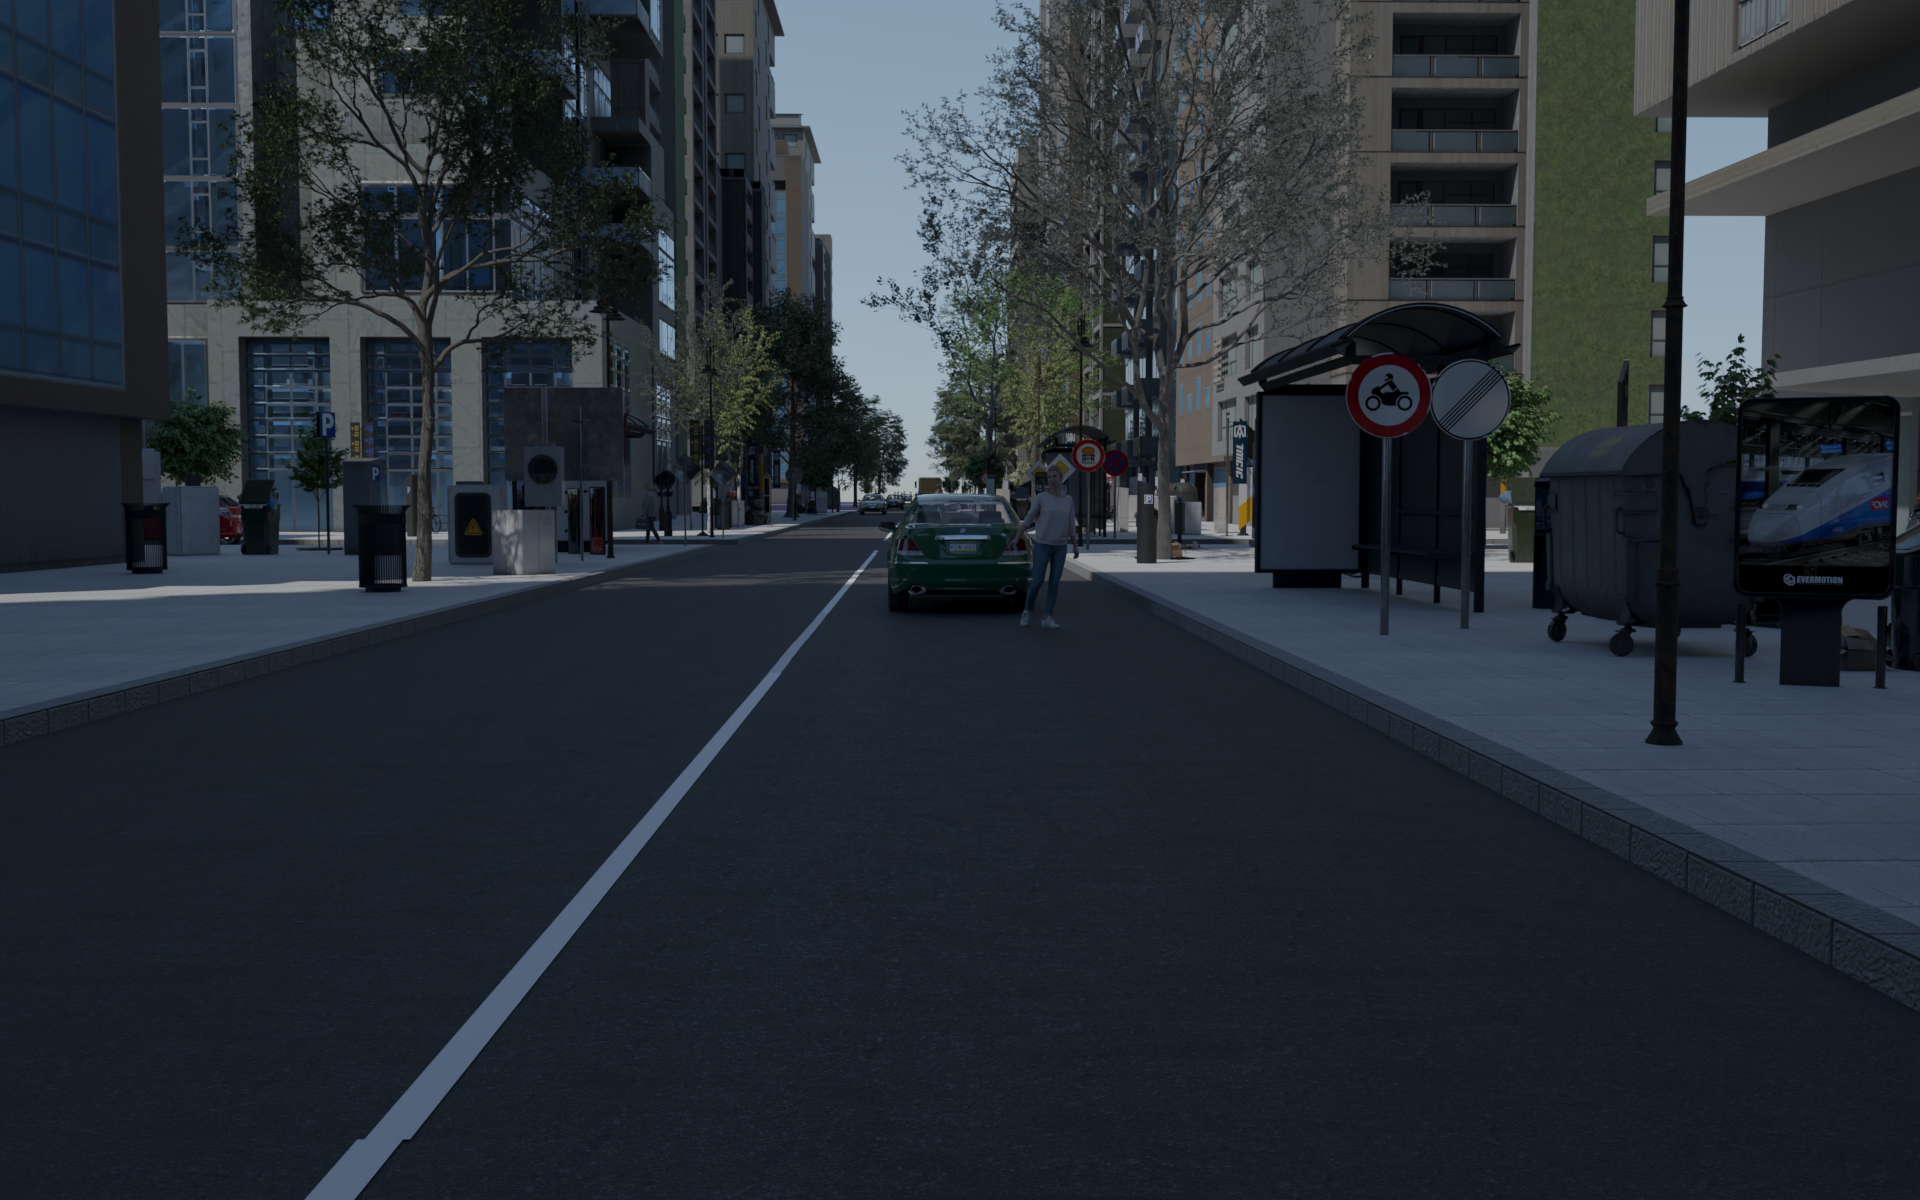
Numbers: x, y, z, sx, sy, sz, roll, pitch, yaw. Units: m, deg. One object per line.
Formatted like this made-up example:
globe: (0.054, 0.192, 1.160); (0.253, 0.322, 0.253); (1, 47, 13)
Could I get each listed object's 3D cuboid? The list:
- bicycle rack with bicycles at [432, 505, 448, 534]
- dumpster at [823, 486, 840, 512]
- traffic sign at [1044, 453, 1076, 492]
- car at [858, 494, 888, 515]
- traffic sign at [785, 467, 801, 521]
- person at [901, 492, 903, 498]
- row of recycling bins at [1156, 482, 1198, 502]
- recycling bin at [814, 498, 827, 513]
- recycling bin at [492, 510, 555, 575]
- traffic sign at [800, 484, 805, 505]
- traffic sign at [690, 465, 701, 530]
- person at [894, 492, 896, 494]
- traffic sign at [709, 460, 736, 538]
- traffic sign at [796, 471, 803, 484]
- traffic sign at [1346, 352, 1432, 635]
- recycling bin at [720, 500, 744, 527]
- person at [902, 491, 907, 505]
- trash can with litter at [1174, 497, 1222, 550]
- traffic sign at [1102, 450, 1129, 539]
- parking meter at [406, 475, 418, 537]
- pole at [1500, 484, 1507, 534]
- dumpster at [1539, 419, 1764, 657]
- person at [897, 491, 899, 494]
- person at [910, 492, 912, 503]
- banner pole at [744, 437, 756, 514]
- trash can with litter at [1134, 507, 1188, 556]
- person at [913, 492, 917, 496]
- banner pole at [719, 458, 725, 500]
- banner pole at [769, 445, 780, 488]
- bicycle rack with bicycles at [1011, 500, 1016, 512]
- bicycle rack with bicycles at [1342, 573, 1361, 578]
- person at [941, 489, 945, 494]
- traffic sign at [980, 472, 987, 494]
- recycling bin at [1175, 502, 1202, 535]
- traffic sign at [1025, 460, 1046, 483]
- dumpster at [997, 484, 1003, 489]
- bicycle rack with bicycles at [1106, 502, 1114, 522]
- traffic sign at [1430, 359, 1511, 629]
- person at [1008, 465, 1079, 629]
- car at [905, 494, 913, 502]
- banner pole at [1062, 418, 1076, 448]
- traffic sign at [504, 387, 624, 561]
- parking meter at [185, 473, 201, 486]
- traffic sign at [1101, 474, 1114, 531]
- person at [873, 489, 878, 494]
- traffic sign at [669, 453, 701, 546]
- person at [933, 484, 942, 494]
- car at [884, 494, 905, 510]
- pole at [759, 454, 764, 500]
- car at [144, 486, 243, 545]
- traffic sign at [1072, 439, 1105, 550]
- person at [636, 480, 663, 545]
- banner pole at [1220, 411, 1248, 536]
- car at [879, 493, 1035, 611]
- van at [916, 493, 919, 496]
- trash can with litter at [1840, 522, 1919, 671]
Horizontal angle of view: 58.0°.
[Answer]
bicycle rack with bicycles: (-16.025, -2.621, 56.229); (2.852, 0.926, 2.925); (-3, 4, -39)
dumpster: (-9.177, -7.175, 123.077); (1.264, 1.857, 1.865); (0, 4, -1)
traffic sign: (2.461, -2.383, 42.599); (0.795, 2.450, 0.064); (0, 4, -1)
car: (-6.084, -6.702, 121.378); (2.131, 1.459, 4.920); (0, 4, -1)
traffic sign: (-7.932, -5.028, 82.309); (0.768, 2.556, 0.104); (0, 4, 5)
person: (-9.150, -16.123, 272.919); (0.445, 1.727, 0.742); (-1, 4, -13)
row of recycling bins: (7.819, -3.372, 62.240); (1.069, 1.692, 3.534); (0, 4, -5)
recycling bin: (-9.356, -6.341, 116.221); (0.722, 1.027, 0.722); (-1, 4, -16)
recycling bin: (-6.986, -0.928, 27.735); (0.722, 1.027, 0.722); (3, 4, 36)
traffic sign: (-10.384, -7.070, 115.695); (0.768, 2.556, 0.104); (0, 4, 7)
traffic sign: (-9.604, -3.773, 61.801); (0.768, 2.556, 0.104); (0, 4, 4)
person: (-9.958, -15.752, 266.048); (0.705, 1.824, 1.348); (2, 4, 28)
traffic sign: (-6.898, -2.861, 50.412); (0.795, 2.450, 0.064); (0, 4, -1)
traffic sign: (-8.267, -5.313, 86.967); (0.768, 2.556, 0.104); (0, 4, 1)
traffic sign: (3.868, -0.954, 15.705); (0.768, 2.556, 0.104); (0, 4, 4)
recycling bin: (-8.964, -3.395, 68.062); (0.722, 1.027, 0.722); (2, 4, 35)
person: (-7.206, -13.286, 225.597); (0.709, 1.838, 0.599); (-3, 5, -45)
trash can with litter: (5.265, -1.826, 40.917); (1.678, 1.210, 2.233); (0, 4, 3)
traffic sign: (4.462, -3.042, 49.847); (0.768, 2.556, 0.104); (0, 4, 5)
parking meter: (-16.457, -2.836, 52.085); (0.255, 1.863, 0.399); (-3, 5, -45)
pole: (17.545, -3.794, 55.883); (0.158, 3.312, 0.155); (0, 3, 0)
dumpster: (5.711, -0.523, 14.308); (1.264, 1.857, 1.865); (0, 4, -1)
person: (-7.563, -12.653, 215.904); (0.750, 1.759, 0.617); (0, 4, 5)
person: (-6.437, -13.533, 230.587); (0.721, 1.723, 1.217); (0, 4, -4)
banner pole: (-9.167, -5.226, 75.464); (0.863, 3.779, 0.401); (3, 5, 41)
trash can with litter: (4.108, -1.472, 35.449); (1.055, 1.170, 0.624); (0, 4, -1)
person: (-7.005, -16.268, 275.205); (1.217, 1.736, 0.721); (-1, 4, -20)
banner pole: (-14.678, -7.130, 106.593); (0.401, 3.779, 0.863); (-3, 5, -41)
banner pole: (-9.412, -5.975, 87.712); (0.863, 3.779, 0.401); (2, 4, 32)
bicycle rack with bicycles: (3.128, -5.452, 102.528); (2.925, 0.926, 2.852); (-1, 4, -12)
bicycle rack with bicycles: (6.603, -0.833, 27.003); (2.925, 0.926, 2.852); (1, 4, 13)
person: (-1.424, -7.828, 136.505); (1.348, 1.821, 0.705); (0, 4, -2)
traffic sign: (1.522, -6.028, 98.662); (0.768, 2.556, 0.104); (0, 4, 4)
recycling bin: (7.190, -2.569, 54.550); (0.722, 1.027, 0.722); (0, 4, -3)
traffic sign: (2.295, -2.871, 50.583); (0.795, 2.450, 0.064); (0, 4, -1)
dumpster: (2.872, -7.411, 123.671); (1.502, 2.255, 1.985); (0, 4, -1)
bicycle rack with bicycles: (6.347, -3.973, 78.345); (2.852, 0.926, 2.925); (-3, 4, -39)
traffic sign: (4.814, -0.999, 16.442); (0.768, 2.556, 0.104); (0, 4, 0)
person: (0.844, -0.575, 18.570); (0.731, 1.740, 0.598); (-2, 4, -28)
car: (-8.714, -16.606, 283.311); (2.131, 1.459, 4.920); (0, 4, -2)
banner pole: (3.544, -4.084, 56.793); (0.401, 3.779, 0.863); (-3, 4, -36)
traffic sign: (-7.552, -2.396, 33.045); (2.265, 3.308, 0.079); (0, 3, 0)
parking meter: (-21.833, -2.670, 49.359); (0.255, 1.863, 0.399); (3, 5, 44)
traffic sign: (4.936, -3.695, 60.420); (0.884, 2.594, 0.081); (0, 4, 3)
person: (-6.668, -7.876, 137.415); (1.348, 1.807, 0.705); (-1, 4, -20)
traffic sign: (-6.731, -2.372, 42.429); (0.795, 2.450, 0.064); (0, 4, -1)
person: (-0.845, -3.619, 67.650); (0.713, 1.824, 0.794); (1, 4, 14)
car: (-6.102, -9.251, 161.040); (2.009, 1.686, 4.222); (0, 4, 1)
pole: (-10.015, -5.724, 87.435); (0.158, 3.312, 0.155); (0, 3, 0)
car: (-21.286, -2.269, 46.131); (4.494, 1.783, 2.155); (0, 4, -1)
traffic sign: (2.950, -2.435, 39.911); (0.768, 2.556, 0.104); (0, 4, 1)
person: (-8.141, -2.246, 45.403); (0.728, 1.800, 0.709); (1, 4, 10)
banner pole: (8.309, -3.816, 52.404); (0.863, 3.779, 0.401); (2, 4, 29)
car: (-0.012, -0.666, 22.687); (2.131, 1.459, 4.920); (0, 4, -1)
van: (-4.389, -12.950, 216.115); (2.240, 2.365, 5.245); (0, 4, -1)
trash can with litter: (6.838, -0.073, 12.588); (1.055, 1.170, 0.624); (0, 4, -3)
